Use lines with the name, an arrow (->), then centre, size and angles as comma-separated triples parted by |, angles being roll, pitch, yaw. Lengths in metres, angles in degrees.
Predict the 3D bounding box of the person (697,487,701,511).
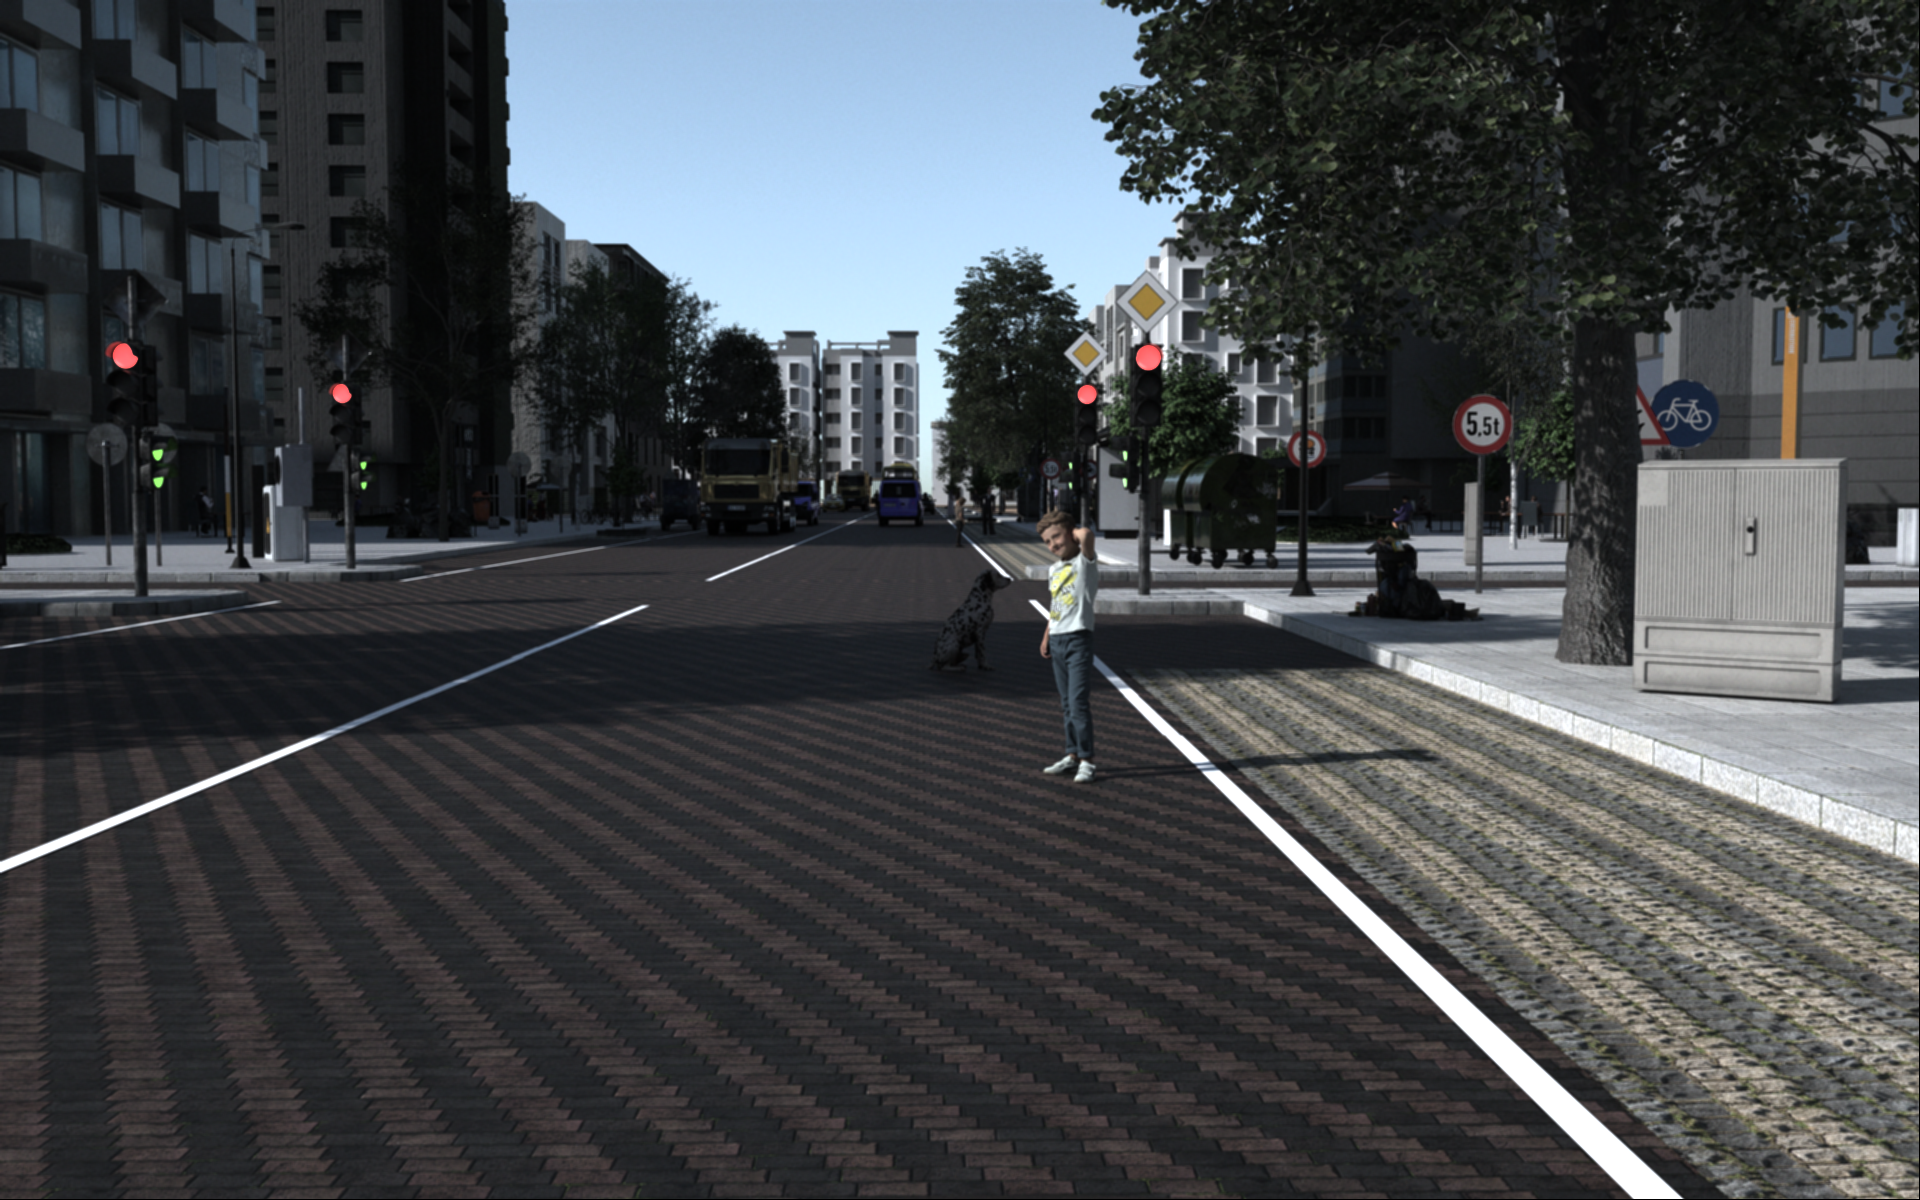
person -> -19.267, -7.492, 128.411 | 0.599, 1.838, 0.709 | 1, 4, 20

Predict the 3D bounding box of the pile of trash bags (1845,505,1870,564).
pile of trash bags -> 14.847, -1.367, 32.096 | 3.447, 1.369, 1.912 | 0, 4, -5

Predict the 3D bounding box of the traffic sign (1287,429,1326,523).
traffic sign -> 6.812, -2.080, 34.113 | 0.768, 2.556, 0.104 | 0, 4, 1

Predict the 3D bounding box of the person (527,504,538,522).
person -> -19.566, -3.957, 79.018 | 0.859, 0.850, 0.655 | -1, 4, -16

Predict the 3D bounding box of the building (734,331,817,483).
building -> -22.638, -21.448, 207.088 | 11.380, 20.091, 16.016 | 0, 4, -1

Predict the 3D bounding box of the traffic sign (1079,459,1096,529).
traffic sign -> 4.724, -3.874, 63.441 | 0.768, 2.556, 0.104 | 0, 4, -1

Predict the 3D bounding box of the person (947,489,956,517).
person -> -0.517, -6.052, 108.111 | 0.621, 1.740, 0.551 | 0, 4, 1

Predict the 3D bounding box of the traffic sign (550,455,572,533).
traffic sign -> -13.175, -3.489, 57.157 | 0.768, 2.556, 0.104 | 0, 4, 7

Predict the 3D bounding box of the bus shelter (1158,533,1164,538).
bus shelter -> 6.224, -3.803, 53.468 | 1.731, 3.624, 6.357 | 0, 4, -1

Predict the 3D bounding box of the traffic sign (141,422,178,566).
traffic sign -> -14.248, -1.874, 30.740 | 0.768, 2.556, 0.104 | 0, 4, 5

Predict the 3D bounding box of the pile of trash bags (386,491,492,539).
pile of trash bags -> -15.152, -2.534, 51.181 | 1.912, 1.369, 3.447 | 2, 4, 28

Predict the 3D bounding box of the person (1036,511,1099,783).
person -> 0.561, 0.222, 8.784 | 0.435, 1.345, 0.340 | 3, 5, 43

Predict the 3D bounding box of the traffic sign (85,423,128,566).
traffic sign -> -15.295, -1.893, 31.050 | 0.768, 2.556, 0.104 | 0, 4, 2

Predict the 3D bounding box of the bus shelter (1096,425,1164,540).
bus shelter -> 4.734, -3.246, 46.996 | 2.014, 3.302, 5.546 | 0, 4, -1

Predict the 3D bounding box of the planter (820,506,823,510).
planter -> -13.068, -8.453, 159.344 | 1.991, 0.319, 1.994 | 0, 4, -1

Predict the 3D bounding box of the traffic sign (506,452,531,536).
traffic sign -> -13.357, -3.201, 52.434 | 0.768, 2.556, 0.104 | 0, 4, 4

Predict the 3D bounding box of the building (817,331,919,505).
building -> -10.606, -21.442, 207.001 | 11.380, 20.091, 16.016 | 0, 4, -1

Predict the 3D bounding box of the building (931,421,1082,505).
building -> 10.607, -16.077, 205.000 | 28.070, 9.664, 9.099 | 0, 4, -1

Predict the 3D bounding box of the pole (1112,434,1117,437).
pole -> 5.173, -3.946, 58.366 | 0.158, 3.312, 0.155 | 0, 3, 0

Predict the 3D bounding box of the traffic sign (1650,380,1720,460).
traffic sign -> 8.070, -1.180, 19.396 | 0.768, 2.556, 0.104 | 0, 4, 6

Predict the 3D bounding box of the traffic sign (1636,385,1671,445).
traffic sign -> 7.297, -1.158, 18.940 | 0.884, 2.594, 0.081 | 0, 4, 1

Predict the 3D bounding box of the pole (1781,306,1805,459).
pole -> 9.059, -1.532, 18.885 | 0.158, 3.312, 0.155 | 0, 3, 0

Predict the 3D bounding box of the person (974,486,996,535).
person -> 0.875, -3.115, 60.225 | 0.742, 1.727, 0.445 | -1, 4, -21

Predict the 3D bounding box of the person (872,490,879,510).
person -> -7.673, -9.279, 160.343 | 0.705, 1.807, 1.348 | 3, 5, 43

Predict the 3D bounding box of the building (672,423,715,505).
building -> -42.285, -15.999, 203.732 | 28.070, 9.664, 9.099 | 0, 4, -1

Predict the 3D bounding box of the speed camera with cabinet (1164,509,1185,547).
speed camera with cabinet -> 6.022, -2.936, 42.340 | 2.038, 3.252, 0.660 | -1, 4, -21

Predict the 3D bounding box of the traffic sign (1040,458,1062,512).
traffic sign -> 3.192, -3.718, 60.894 | 0.768, 2.556, 0.104 | 0, 4, 5

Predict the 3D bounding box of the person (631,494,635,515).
person -> -19.813, -5.938, 103.946 | 0.431, 1.722, 0.655 | -3, 5, -40

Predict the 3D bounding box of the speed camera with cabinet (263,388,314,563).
speed camera with cabinet -> -12.754, -2.353, 32.815 | 0.660, 3.252, 2.038 | -2, 4, -31

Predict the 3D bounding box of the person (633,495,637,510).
person -> -24.377, -7.589, 130.104 | 1.348, 1.826, 0.705 | 1, 4, 11

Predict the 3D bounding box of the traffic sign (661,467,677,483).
traffic sign -> -13.837, -5.054, 82.639 | 0.884, 2.594, 0.081 | 0, 4, 2

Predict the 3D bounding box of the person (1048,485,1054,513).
person -> 4.294, -4.667, 83.159 | 0.445, 1.727, 0.742 | -2, 4, -34

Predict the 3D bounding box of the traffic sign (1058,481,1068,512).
traffic sign -> 5.069, -5.009, 81.895 | 0.884, 2.594, 0.081 | 0, 4, 6

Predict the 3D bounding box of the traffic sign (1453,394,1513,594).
traffic sign -> 6.683, -1.353, 22.233 | 0.768, 2.556, 0.104 | 0, 4, 1

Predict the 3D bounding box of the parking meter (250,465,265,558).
parking meter -> -14.173, -1.790, 34.977 | 0.255, 1.863, 0.399 | -1, 4, -22

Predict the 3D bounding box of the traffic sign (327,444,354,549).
traffic sign -> -14.322, -2.469, 40.376 | 0.884, 2.594, 0.081 | 0, 4, 1

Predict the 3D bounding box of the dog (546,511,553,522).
dog -> -19.223, -3.926, 81.027 | 0.406, 0.507, 0.540 | -2, 4, -30

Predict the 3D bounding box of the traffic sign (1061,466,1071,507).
traffic sign -> 4.952, -4.789, 78.407 | 0.768, 2.556, 0.104 | 1, 4, 8

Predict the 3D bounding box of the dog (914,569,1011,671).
dog -> -0.045, 0.159, 14.241 | 0.800, 0.831, 0.513 | 2, 4, 33

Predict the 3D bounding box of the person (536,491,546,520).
person -> -20.767, -4.733, 85.901 | 0.387, 1.526, 0.523 | 2, 4, 35

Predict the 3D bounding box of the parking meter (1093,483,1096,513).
parking meter -> 6.255, -4.437, 78.257 | 0.399, 1.863, 0.255 | -2, 4, -31

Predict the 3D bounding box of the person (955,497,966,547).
person -> 0.005, -2.097, 46.698 | 0.340, 1.345, 0.435 | -3, 5, -41

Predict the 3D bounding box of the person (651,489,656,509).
person -> -25.594, -8.432, 144.837 | 0.436, 1.711, 0.756 | 2, 4, 24

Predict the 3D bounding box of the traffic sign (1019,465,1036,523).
traffic sign -> 2.957, -4.656, 76.227 | 0.768, 2.556, 0.104 | 0, 4, 2

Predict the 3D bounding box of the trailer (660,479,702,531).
trailer -> -10.991, -3.700, 67.547 | 1.471, 1.999, 3.904 | 0, 4, 0
